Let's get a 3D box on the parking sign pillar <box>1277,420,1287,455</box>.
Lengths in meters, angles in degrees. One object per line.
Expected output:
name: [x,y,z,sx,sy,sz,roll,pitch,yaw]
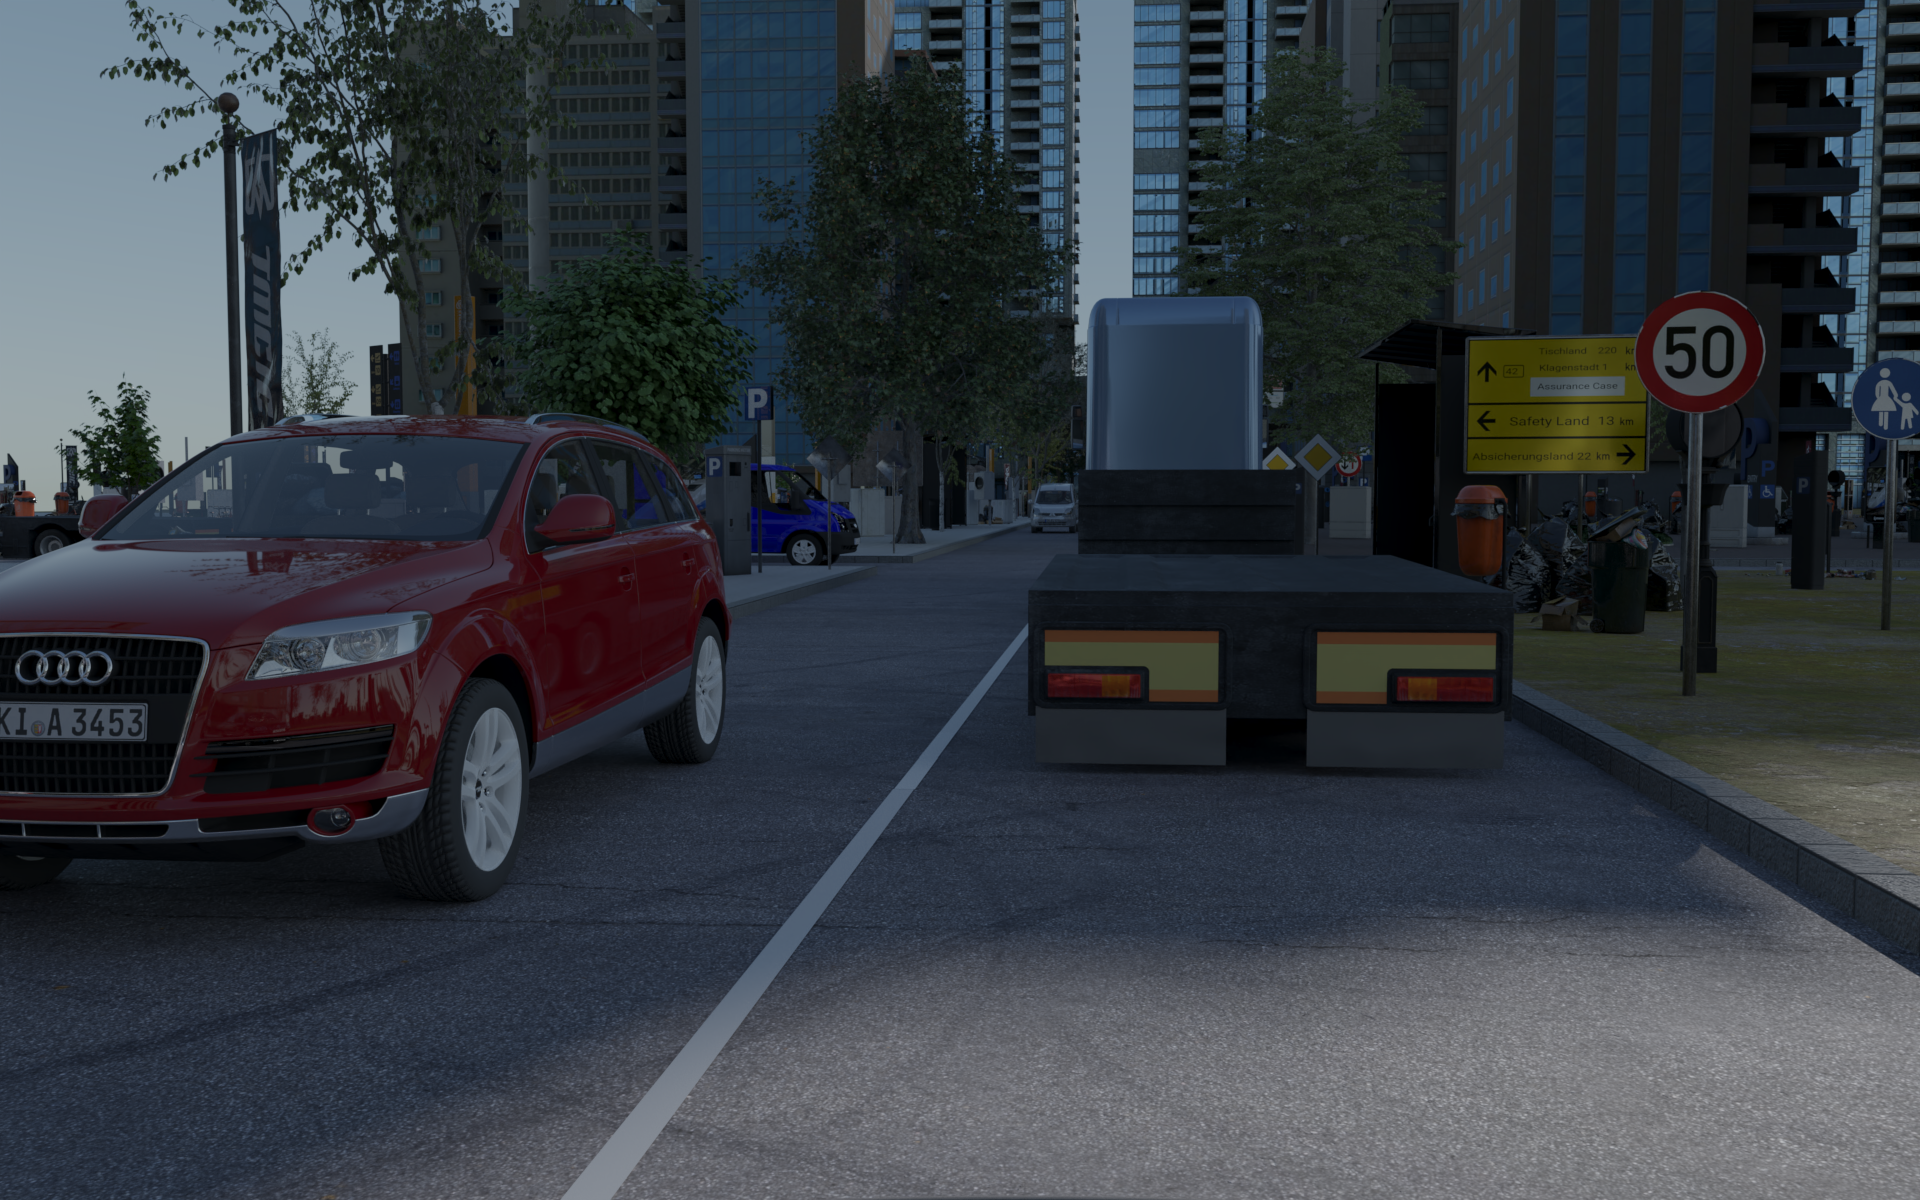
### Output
parking sign pillar: [11.402,-4.577,63.302,1.447,3.967,1.447,-1,4,-22]

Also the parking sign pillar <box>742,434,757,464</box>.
parking sign pillar: [-9.677,-5.505,78.475,1.447,3.967,1.447,2,4,29]

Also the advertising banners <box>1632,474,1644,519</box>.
advertising banners: [24.190,-4.016,61.843,0.090,3.025,2.074,1,4,11]

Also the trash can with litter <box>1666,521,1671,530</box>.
trash can with litter: [25.852,-3.111,62.248,1.055,1.170,0.624,-2,4,-34]

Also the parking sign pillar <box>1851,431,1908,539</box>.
parking sign pillar: [26.469,-3.748,49.759,1.447,3.967,1.447,0,4,8]

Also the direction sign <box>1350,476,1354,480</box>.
direction sign: [21.840,-6.444,97.362,0.876,3.537,0.379,-3,4,-38]

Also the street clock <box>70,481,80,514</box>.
street clock: [-45.914,-5.216,89.850,0.471,2.002,0.358,-1,4,-12]

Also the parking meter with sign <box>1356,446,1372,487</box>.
parking meter with sign: [14.769,-4.098,63.262,0.543,3.016,1.738,1,4,15]

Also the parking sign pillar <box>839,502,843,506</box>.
parking sign pillar: [-6.709,-6.331,91.979,1.447,3.967,1.447,2,4,27]

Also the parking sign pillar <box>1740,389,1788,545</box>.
parking sign pillar: [20.254,-3.391,43.911,1.447,3.967,1.447,0,4,6]

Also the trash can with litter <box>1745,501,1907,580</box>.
trash can with litter: [13.420,-0.954,26.656,1.678,1.210,2.233,-1,4,-22]

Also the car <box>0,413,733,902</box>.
car: [-2.478,0.050,7.857,2.281,1.827,5.304,0,4,6]

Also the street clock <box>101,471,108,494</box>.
street clock: [-25.871,-2.935,52.562,0.471,2.002,0.358,-2,4,-33]

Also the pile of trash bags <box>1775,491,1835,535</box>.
pile of trash bags: [26.287,-2.776,55.144,3.447,1.369,1.912,-1,4,-11]

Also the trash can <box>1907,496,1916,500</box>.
trash can: [58.595,-5.812,106.676,0.748,1.137,0.748,0,3,0]

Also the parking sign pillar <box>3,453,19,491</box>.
parking sign pillar: [-62.389,-7.672,113.915,1.447,3.967,1.447,3,4,38]

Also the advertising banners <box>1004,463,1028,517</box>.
advertising banners: [3.180,-6.233,98.099,0.090,3.025,2.074,-3,5,-41]

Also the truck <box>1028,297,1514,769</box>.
truck: [2.405,-1.724,17.954,2.967,4.110,18.799,0,4,5]

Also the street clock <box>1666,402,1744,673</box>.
street clock: [5.329,-0.481,12.440,0.471,2.002,0.358,0,4,-2]

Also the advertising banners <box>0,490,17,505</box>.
advertising banners: [-41.680,-4.844,75.388,2.074,3.025,0.090,1,4,11]

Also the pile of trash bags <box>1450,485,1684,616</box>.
pile of trash bags: [6.344,-0.543,18.633,3.447,1.369,1.912,-3,5,-44]

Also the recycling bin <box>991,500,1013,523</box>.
recycling bin: [1.840,-3.876,75.933,0.722,1.027,0.722,3,4,36]

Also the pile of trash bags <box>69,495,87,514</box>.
pile of trash bags: [-35.972,-3.783,71.611,3.447,1.369,1.912,1,4,14]

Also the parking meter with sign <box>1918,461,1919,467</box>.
parking meter with sign: [50.314,-5.755,90.355,0.543,3.016,1.738,2,4,27]

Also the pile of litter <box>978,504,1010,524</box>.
pile of litter: [1.334,-3.654,73.705,1.719,0.858,1.176,0,4,-6]

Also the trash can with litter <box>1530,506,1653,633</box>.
trash can with litter: [5.869,-0.288,16.099,1.055,1.170,0.624,2,4,31]

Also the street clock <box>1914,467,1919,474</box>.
street clock: [26.045,-2.592,46.953,0.358,2.002,0.471,0,4,4]

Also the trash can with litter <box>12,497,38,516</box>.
trash can with litter: [-50.989,-5.091,94.302,2.233,1.210,1.678,0,4,-3]

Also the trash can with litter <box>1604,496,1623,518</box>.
trash can with litter: [19.055,-2.484,51.676,2.233,1.210,1.678,1,4,13]

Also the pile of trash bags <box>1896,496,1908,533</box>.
pile of trash bags: [29.966,-2.719,54.215,1.912,1.369,3.447,-1,4,-10]

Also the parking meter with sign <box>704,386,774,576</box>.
parking meter with sign: [-3.695,-1.906,27.423,0.543,3.016,1.738,2,4,32]

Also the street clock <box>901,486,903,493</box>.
street clock: [-2.149,-3.900,68.336,0.358,2.002,0.471,-3,5,-41]

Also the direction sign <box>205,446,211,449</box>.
direction sign: [-35.497,-5.522,82.282,0.379,3.537,0.876,1,4,16]

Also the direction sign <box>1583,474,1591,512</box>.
direction sign: [25.376,-4.780,70.153,0.379,3.537,0.876,3,5,41]

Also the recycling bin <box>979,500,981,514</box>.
recycling bin: [0.555,-4.119,79.903,0.722,1.027,0.722,0,4,-8]

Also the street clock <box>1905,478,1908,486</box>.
street clock: [40.098,-4.184,72.974,0.471,2.002,0.358,3,5,43]

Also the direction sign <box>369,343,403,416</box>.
direction sign: [-8.684,-2.097,26.279,0.876,3.537,0.379,3,5,41]

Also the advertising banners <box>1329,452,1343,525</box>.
advertising banners: [15.439,-4.570,70.907,0.090,3.025,2.074,2,4,27]

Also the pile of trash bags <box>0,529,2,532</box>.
pile of trash bags: [-26.889,-2.352,48.211,3.447,1.369,1.912,2,4,28]

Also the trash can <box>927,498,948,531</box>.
trash can: [-0.778,-3.015,60.945,0.748,1.137,0.748,0,3,0]

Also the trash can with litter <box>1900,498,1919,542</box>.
trash can with litter: [25.495,-2.111,45.903,1.055,1.170,0.624,-2,4,-29]

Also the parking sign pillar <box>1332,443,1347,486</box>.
parking sign pillar: [19.548,-6.150,89.032,1.447,3.967,1.447,0,4,-5]

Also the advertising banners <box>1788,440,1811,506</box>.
advertising banners: [27.739,-3.733,57.219,0.090,3.025,2.074,1,4,9]

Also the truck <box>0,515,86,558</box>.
truck: [-23.987,-2.790,35.368,18.799,4.110,2.967,0,4,5]

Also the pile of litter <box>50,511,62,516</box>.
pile of litter: [-50.829,-5.129,97.820,1.176,0.858,1.719,2,4,35]

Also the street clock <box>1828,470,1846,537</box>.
street clock: [26.398,-2.913,52.202,0.358,2.002,0.471,-1,4,-17]

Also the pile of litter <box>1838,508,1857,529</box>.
pile of litter: [32.501,-3.046,63.771,1.719,0.858,1.176,-2,4,-30]
